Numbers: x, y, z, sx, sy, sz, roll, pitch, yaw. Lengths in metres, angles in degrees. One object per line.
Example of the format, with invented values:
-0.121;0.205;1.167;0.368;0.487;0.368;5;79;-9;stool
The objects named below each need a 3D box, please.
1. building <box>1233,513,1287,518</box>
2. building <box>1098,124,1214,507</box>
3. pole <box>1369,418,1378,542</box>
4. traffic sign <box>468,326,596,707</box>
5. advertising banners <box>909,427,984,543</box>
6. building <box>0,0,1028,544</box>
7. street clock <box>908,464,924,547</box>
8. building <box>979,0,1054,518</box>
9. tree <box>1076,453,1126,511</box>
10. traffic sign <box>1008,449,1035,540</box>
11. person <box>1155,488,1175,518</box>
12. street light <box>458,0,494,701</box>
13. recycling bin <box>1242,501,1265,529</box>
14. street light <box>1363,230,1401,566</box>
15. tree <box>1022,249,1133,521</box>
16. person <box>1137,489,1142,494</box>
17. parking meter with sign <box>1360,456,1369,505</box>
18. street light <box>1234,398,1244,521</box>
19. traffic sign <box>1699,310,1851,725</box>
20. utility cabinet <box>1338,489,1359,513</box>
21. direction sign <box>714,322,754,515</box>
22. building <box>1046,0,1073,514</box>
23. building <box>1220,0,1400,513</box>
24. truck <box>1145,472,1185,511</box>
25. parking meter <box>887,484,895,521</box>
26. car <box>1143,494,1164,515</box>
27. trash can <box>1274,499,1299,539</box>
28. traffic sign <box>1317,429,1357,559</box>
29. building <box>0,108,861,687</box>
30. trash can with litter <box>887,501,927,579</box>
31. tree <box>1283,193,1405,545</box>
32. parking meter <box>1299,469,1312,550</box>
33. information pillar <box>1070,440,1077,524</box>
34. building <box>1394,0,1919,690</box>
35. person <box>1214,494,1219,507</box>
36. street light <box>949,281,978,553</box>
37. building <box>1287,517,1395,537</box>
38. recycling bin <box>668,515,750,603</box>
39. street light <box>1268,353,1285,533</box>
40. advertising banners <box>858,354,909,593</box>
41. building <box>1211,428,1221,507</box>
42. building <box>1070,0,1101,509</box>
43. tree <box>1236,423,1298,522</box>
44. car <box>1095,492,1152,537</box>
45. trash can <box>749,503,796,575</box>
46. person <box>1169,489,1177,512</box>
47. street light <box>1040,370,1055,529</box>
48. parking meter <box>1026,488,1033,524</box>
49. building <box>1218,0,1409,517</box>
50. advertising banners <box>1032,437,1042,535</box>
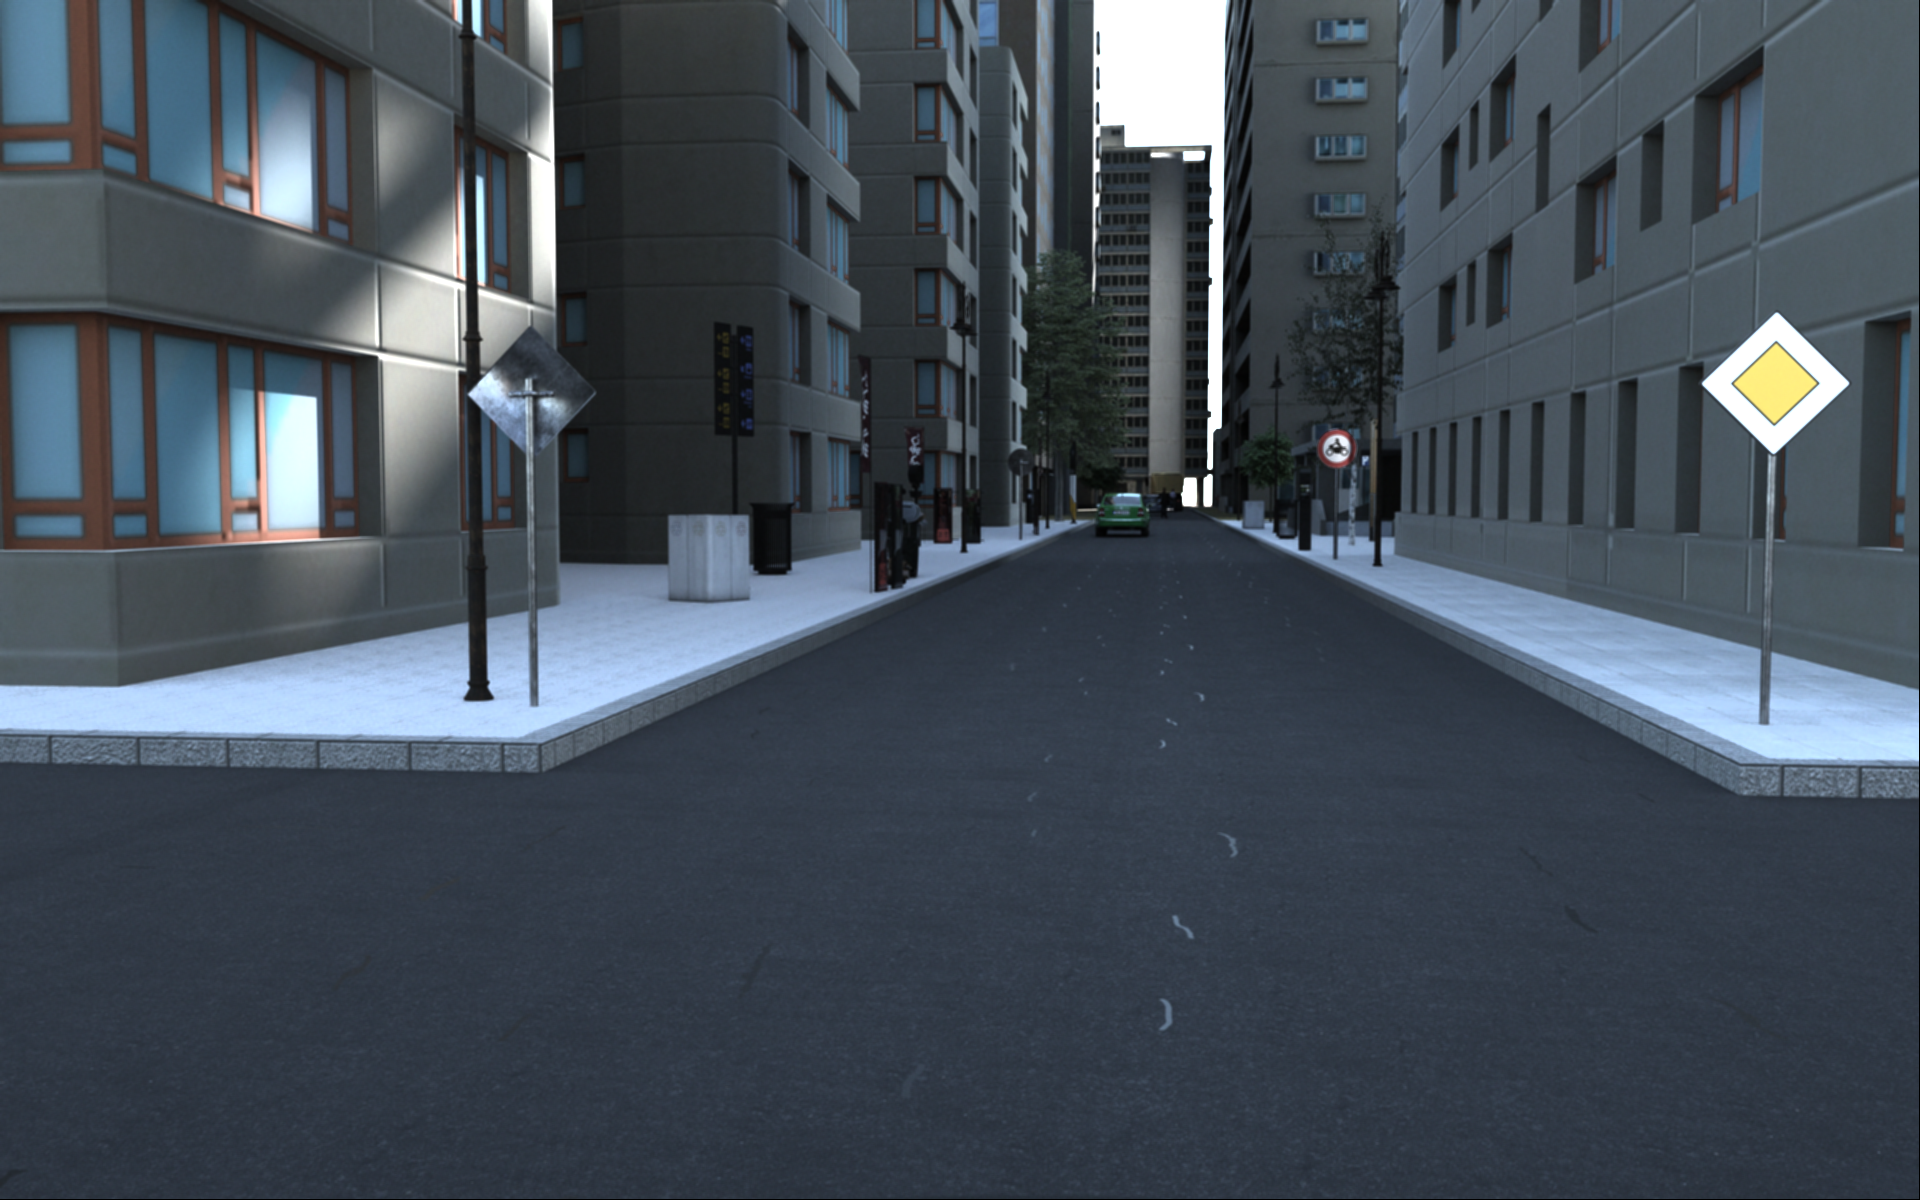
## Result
27.282;-29.170;100.635;21.300;48.544;21.600;0;4;7;building
14.779;-30.143;184.722;23.993;40.220;32.217;0;4;7;building
11.187;-3.239;46.797;0.158;3.312;0.155;0;3;0;pole
-2.571;-0.414;10.408;0.795;2.450;0.064;0;4;7;traffic sign
-0.412;-2.981;44.922;2.074;3.025;0.090;0;4;1;advertising banners
-12.437;-13.345;63.231;27.650;21.520;28.899;0;4;7;building
-1.076;-2.303;42.224;0.358;2.002;0.471;1;4;21;street clock
-2.303;-27.060;92.541;14.600;45.320;14.200;0;4;7;building
11.192;-9.192;134.010;4.285;4.588;4.351;0;3;0;tree
1.705;-2.963;48.543;0.768;2.556;0.104;1;4;16;traffic sign
12.297;-5.852;104.209;1.348;1.821;0.705;-1;4;-20;person
-3.003;-2.315;10.630;0.468;5.910;1.993;0;4;7;street light
10.838;-3.145;63.983;0.722;1.027;0.722;0;4;1;recycling bin
7.420;-3.536;30.604;0.468;5.910;1.993;0;4;7;street light
4.239;-9.969;81.115;7.486;12.596;7.792;0;3;0;tree
10.819;-5.812;104.472;0.756;1.711;0.436;-2;4;-28;person
17.785;-4.710;73.267;0.543;3.016;1.738;-3;5;-42;parking meter with sign
13.507;-6.789;83.795;0.468;5.910;1.993;0;4;7;street light
4.474;-0.363;9.579;0.795;2.450;0.064;0;4;7;traffic sign
16.223;-3.937;73.057;1.173;1.500;0.318;-1;4;-15;utility cabinet
-3.022;-1.911;23.243;0.379;3.537;0.876;2;4;27;direction sign
-0.480;-25.876;106.665;14.154;41.232;14.086;0;4;7;building
33.258;-31.947;146.033;21.300;48.544;21.600;0;4;7;building
17.783;-9.370;149.130;3.469;3.379;9.791;0;4;5;truck
-1.712;-2.062;42.128;0.372;1.533;0.369;0;3;0;parking meter
13.064;-6.456;117.561;2.014;1.417;4.499;0;4;8;car
9.386;-2.326;49.681;0.748;1.137;0.748;0;3;0;trash can
7.379;-2.071;33.967;0.768;2.556;0.104;1;4;8;traffic sign
-17.680;-11.114;26.761;27.650;21.520;28.899;0;4;7;building
-0.836;-0.918;26.390;0.624;1.170;1.055;0;4;2;trash can with litter
9.883;-5.689;43.376;4.360;8.622;3.978;0;3;0;tree
7.872;-2.065;39.479;0.255;1.863;0.399;1;4;16;parking meter
4.921;-5.138;75.363;0.183;3.616;0.504;-1;4;-19;information pillar
21.981;-10.744;20.702;28.899;21.520;27.650;0;4;7;building
24.582;-9.362;164.834;1.065;1.426;0.557;-2;4;-29;person
0.086;-3.974;37.762;0.468;5.910;1.993;0;4;7;street light
27.861;-22.334;57.036;32.217;40.220;23.993;0;4;7;building
-3.028;-0.510;20.895;0.722;1.027;0.722;3;4;36;recycling bin
10.405;-5.151;57.003;0.468;5.910;1.993;0;4;7;street light
-1.030;-1.627;22.787;0.090;3.025;2.074;1;4;14;advertising banners
41.499;-52.742;174.999;31.000;86.520;22.319;0;4;7;building
1.166;-32.190;150.002;21.600;48.544;21.300;0;4;7;building
14.098;-5.823;78.923;4.285;4.588;4.351;0;3;0;tree
5.632;-3.110;59.648;1.959;1.807;4.718;0;4;7;car
-2.998;-0.979;27.666;0.748;1.137;0.748;0;3;0;trash can
16.988;-7.913;137.745;0.709;1.838;0.599;2;4;32;person
3.256;-5.598;64.309;0.468;5.910;1.993;0;4;7;street light
3.066;-4.106;75.547;0.372;1.533;0.369;0;3;0;parking meter
35.064;-26.379;123.176;32.217;40.220;23.993;0;4;7;building
2.422;-3.558;54.362;0.090;3.025;2.074;0;4;-3;advertising banners
